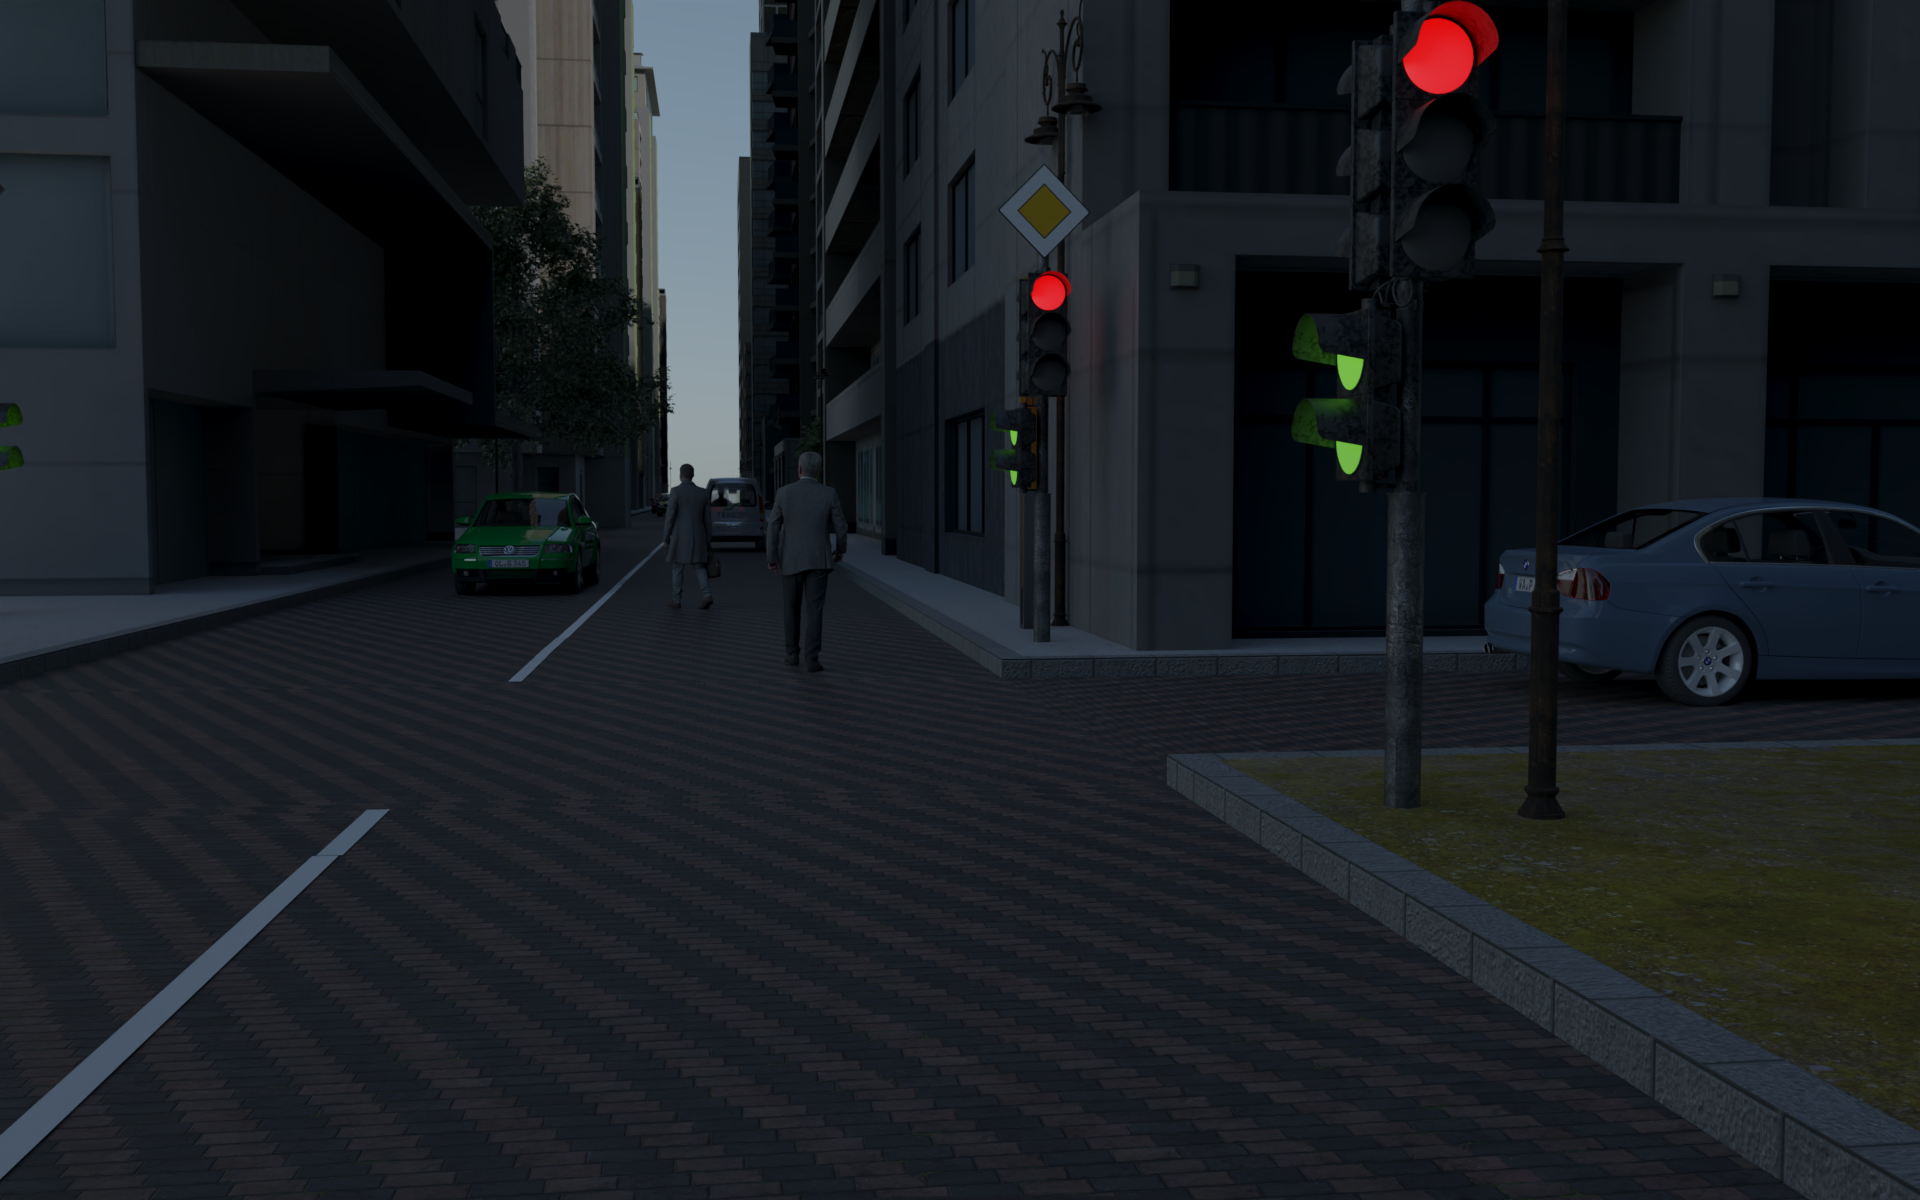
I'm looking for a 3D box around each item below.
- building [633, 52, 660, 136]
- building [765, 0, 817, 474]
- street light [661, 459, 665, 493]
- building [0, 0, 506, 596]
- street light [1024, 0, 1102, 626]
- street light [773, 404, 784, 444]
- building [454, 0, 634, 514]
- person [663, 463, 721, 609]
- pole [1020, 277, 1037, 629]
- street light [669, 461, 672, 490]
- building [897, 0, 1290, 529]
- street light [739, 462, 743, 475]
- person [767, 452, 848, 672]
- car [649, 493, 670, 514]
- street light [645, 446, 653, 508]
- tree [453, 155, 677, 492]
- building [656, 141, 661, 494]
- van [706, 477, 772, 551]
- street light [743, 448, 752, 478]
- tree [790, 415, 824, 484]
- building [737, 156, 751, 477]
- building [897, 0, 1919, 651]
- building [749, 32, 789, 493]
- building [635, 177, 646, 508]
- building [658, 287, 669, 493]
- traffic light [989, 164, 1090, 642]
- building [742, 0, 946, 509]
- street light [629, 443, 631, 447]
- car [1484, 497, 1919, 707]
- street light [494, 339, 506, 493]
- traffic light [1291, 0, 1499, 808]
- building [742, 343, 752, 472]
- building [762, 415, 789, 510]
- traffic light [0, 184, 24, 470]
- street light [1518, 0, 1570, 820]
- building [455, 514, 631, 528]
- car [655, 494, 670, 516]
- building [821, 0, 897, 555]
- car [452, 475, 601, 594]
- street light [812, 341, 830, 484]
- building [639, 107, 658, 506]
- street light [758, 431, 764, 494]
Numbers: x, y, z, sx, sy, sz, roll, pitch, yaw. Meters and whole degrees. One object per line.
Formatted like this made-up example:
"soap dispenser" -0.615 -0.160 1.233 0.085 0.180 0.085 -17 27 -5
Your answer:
"building" -51.085 -37.986 210.308 28.713 52.752 27.495 0 4 -8
"building" -0.665 -27.641 106.561 22.147 44.769 28.867 0 4 -8
"street light" -35.743 -14.428 208.690 0.468 5.910 1.993 0 4 -8
"building" -22.954 -27.016 30.950 28.713 52.752 27.495 0 4 -8
"street light" 0.973 -2.686 16.697 0.468 5.910 1.993 0 4 -8
"street light" -9.521 -7.251 91.337 0.468 5.910 1.993 0 4 -8
"building" -32.744 -27.634 135.405 14.154 41.232 14.086 0 4 -8
"person" -3.391 -0.798 21.648 0.694 1.812 0.767 -3 4 -37
"pole" 0.663 -1.381 16.420 0.158 3.312 0.155 0 3 0
"street light" -40.910 -16.642 244.888 0.468 5.910 1.993 0 4 -8
"building" 1.892 -39.205 79.248 20.563 71.187 20.611 0 4 -8
"street light" -26.434 -14.578 211.141 0.468 5.910 1.993 0 4 -8
"person" -1.263 -0.328 14.260 0.661 1.777 0.834 -1 4 -9
"car" -21.885 -7.292 128.265 2.155 1.783 4.494 0 4 -7
"street light" -29.286 -11.593 162.328 0.468 5.910 1.993 0 4 -8
"tree" -14.818 -8.617 57.901 9.611 12.733 9.660 0 3 0
"building" -40.559 -31.045 191.177 14.154 41.232 14.086 0 4 -8
"van" -5.857 -2.304 44.676 2.013 2.044 4.112 0 4 -8
"street light" -21.387 -12.384 175.262 0.468 5.910 1.993 0 4 -8
"tree" -4.337 -4.749 61.357 4.285 4.588 4.351 0 3 0
"building" -19.573 -37.553 237.700 21.300 48.544 21.600 0 4 -8
"building" 10.233 -35.795 23.499 20.611 71.187 20.563 0 4 -8
"building" -12.067 -29.033 158.277 14.154 41.232 14.086 0 4 -8
"building" -34.868 -23.156 150.304 14.160 30.474 14.107 0 4 -8
"building" -46.693 -28.227 233.208 14.160 30.474 14.107 0 4 -8
"traffic light" 0.693 -1.591 14.928 0.839 4.253 0.868 0 4 -8
"building" -13.355 -45.821 187.419 20.563 71.187 20.611 0 4 -8
"street light" -24.234 -9.396 126.412 0.468 5.910 1.993 0 4 -8
"car" 6.163 -0.039 12.640 4.499 1.417 2.014 -1 4 -8
"street light" -13.483 -4.742 50.321 0.468 5.910 1.993 0 4 -8
"traffic light" 1.802 -1.107 7.020 0.839 4.253 0.868 0 4 -8
"building" -12.773 -22.564 213.966 27.650 21.520 28.899 0 4 -8
"building" -4.125 -50.313 135.285 22.319 86.520 31.000 0 4 -8
"traffic light" -7.932 -1.516 13.706 0.839 4.253 0.868 0 4 -8
"street light" 2.317 -2.076 6.725 0.468 5.910 1.993 0 4 -8
"building" -21.060 -23.657 70.380 14.154 41.232 14.086 0 4 -8
"car" -18.687 -6.154 112.412 2.131 1.459 4.920 0 4 -7
"building" 7.528 -25.862 46.548 21.300 48.544 21.600 0 4 -8
"car" -6.496 -1.064 26.196 1.959 1.807 4.718 0 4 -6
"street light" -4.207 -4.879 52.558 0.468 5.910 1.993 0 4 -8
"building" -38.757 -30.185 177.115 14.154 41.232 14.086 0 4 -8
"street light" -14.654 -9.456 127.394 0.468 5.910 1.993 0 4 -8
